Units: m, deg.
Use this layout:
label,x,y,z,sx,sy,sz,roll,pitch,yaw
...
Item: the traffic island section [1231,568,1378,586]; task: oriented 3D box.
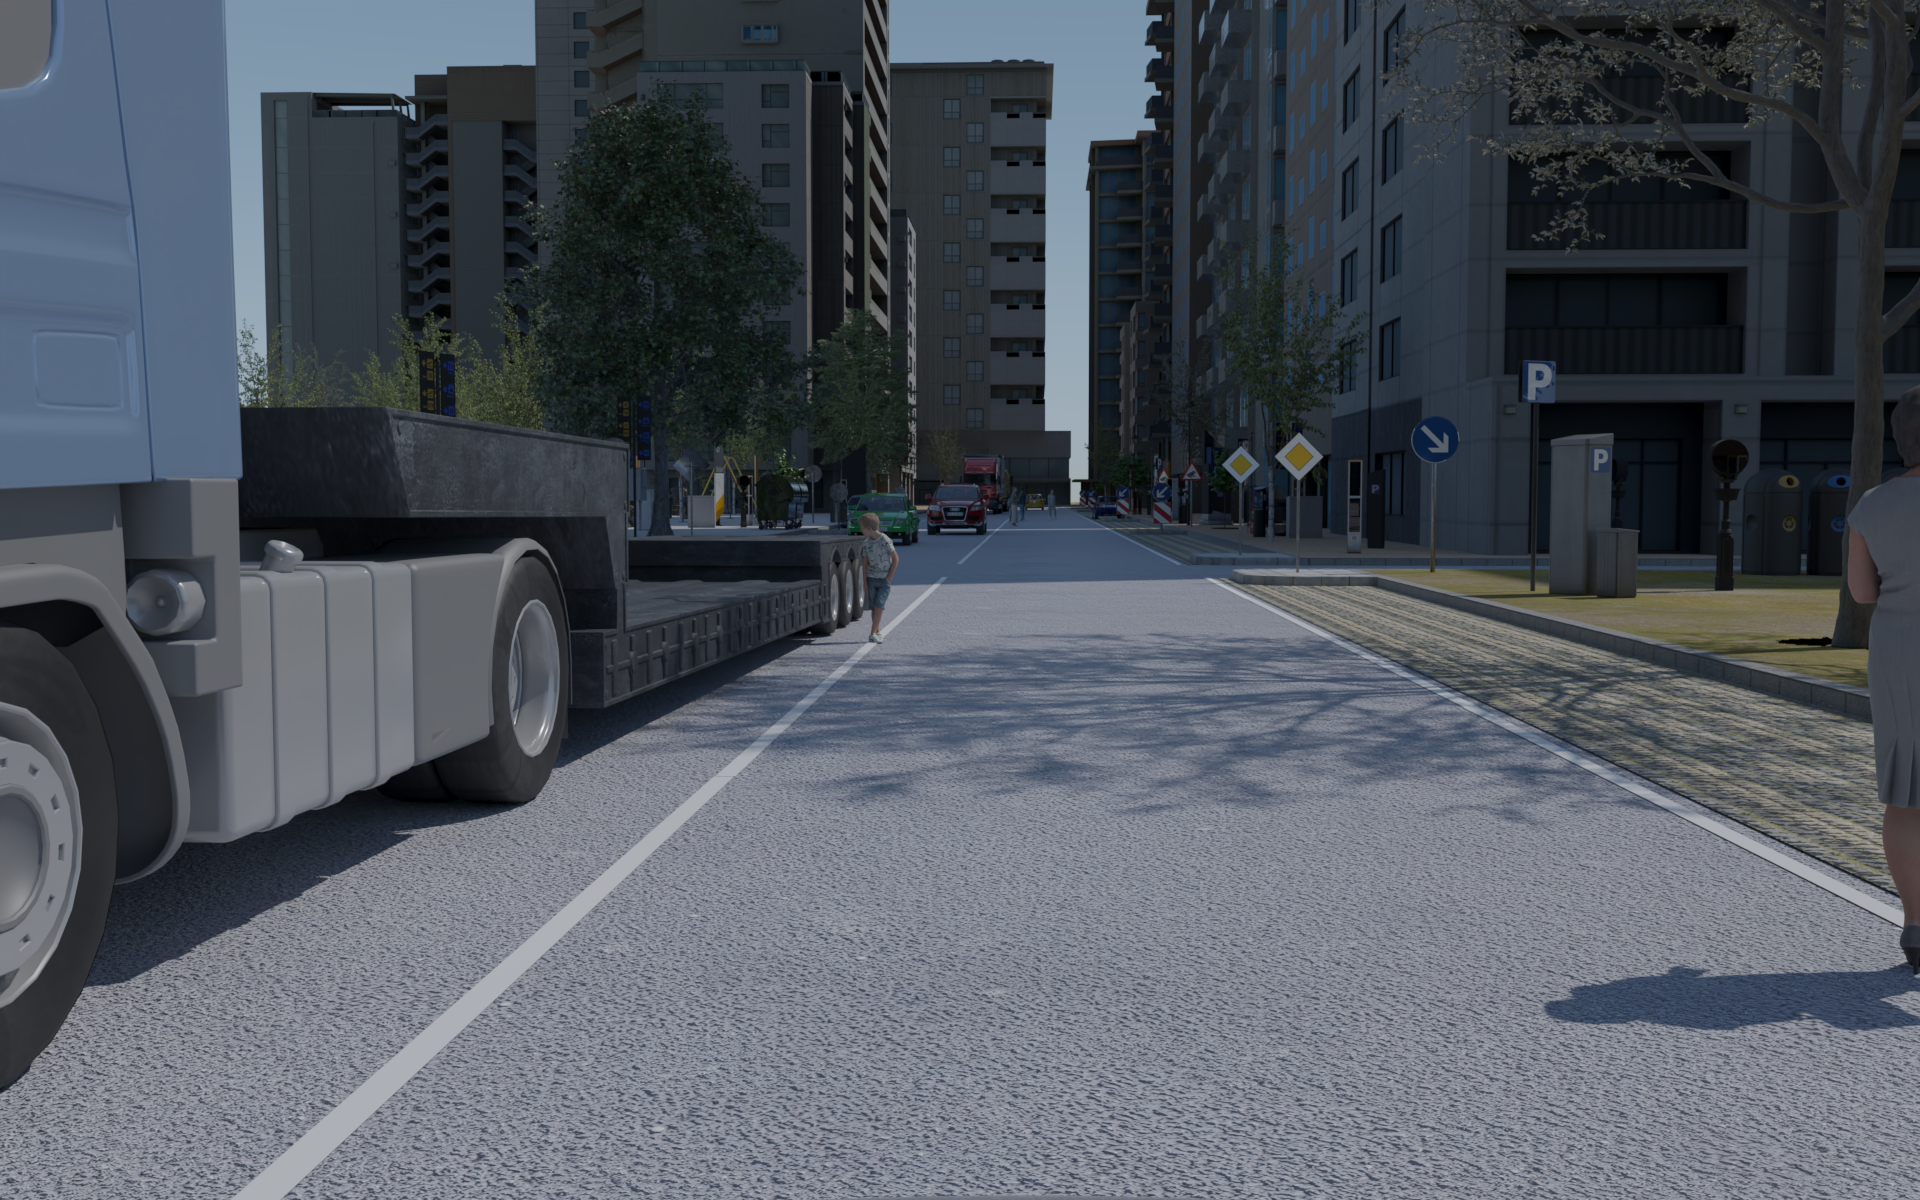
label,x,y,z,sx,sy,sz,roll,pitch,yaw
traffic island section,5.523,-0.365,28.243,2.009,0.180,2.903,0,4,3

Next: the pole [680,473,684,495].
label,x,y,z,sx,sy,sz,roll,pitch,yaw
pole,-15.822,-6.406,98.575,0.158,3.312,0.155,0,3,0

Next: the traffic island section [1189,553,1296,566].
label,x,y,z,sx,sy,sz,roll,pitch,yaw
traffic island section,5.875,-0.853,36.220,2.009,0.180,2.903,0,4,3

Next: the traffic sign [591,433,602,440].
label,x,y,z,sx,sy,sz,roll,pitch,yaw
traffic sign,-6.033,-1.532,28.694,0.795,2.450,0.064,0,4,3

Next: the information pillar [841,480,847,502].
label,x,y,z,sx,sy,sz,roll,pitch,yaw
information pillar,-5.945,-5.150,88.702,0.304,2.012,0.304,0,4,-4

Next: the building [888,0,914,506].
label,x,y,z,sx,sy,sz,roll,pitch,yaw
building,-14.754,-43.981,157.348,20.563,71.187,20.611,0,4,3

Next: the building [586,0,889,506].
label,x,y,z,sx,sy,sz,roll,pitch,yaw
building,-17.158,-31.368,136.567,21.300,48.544,21.600,0,4,3

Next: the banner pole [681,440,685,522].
label,x,y,z,sx,sy,sz,roll,pitch,yaw
banner pole,-12.594,-5.437,78.914,0.401,3.779,0.863,0,4,3

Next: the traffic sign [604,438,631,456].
label,x,y,z,sx,sy,sz,roll,pitch,yaw
traffic sign,-7.818,-2.385,39.109,0.768,2.556,0.104,0,4,3

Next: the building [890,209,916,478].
label,x,y,z,sx,sy,sz,roll,pitch,yaw
building,-11.682,-24.835,177.748,14.107,30.474,14.160,0,4,3

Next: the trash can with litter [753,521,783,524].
label,x,y,z,sx,sy,sz,roll,pitch,yaw
trash can with litter,-8.527,-3.961,75.822,1.678,1.210,2.233,1,4,21

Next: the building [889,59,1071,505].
label,x,y,z,sx,sy,sz,roll,pitch,yaw
building,-0.330,-38.081,211.866,27.495,52.752,28.713,0,4,3

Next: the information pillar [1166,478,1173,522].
label,x,y,z,sx,sy,sz,roll,pitch,yaw
information pillar,9.747,-4.659,80.672,0.304,2.012,0.304,0,4,0

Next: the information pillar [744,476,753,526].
label,x,y,z,sx,sy,sz,roll,pitch,yaw
information pillar,-8.555,-3.991,69.743,0.304,2.012,0.304,1,4,22

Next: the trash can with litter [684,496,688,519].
label,x,y,z,sx,sy,sz,roll,pitch,yaw
trash can with litter,-14.084,-4.774,89.440,0.624,1.170,1.055,0,4,-1

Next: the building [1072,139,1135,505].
label,x,y,z,sx,sy,sz,roll,pitch,yaw
building,28.005,-33.807,207.363,28.867,44.769,22.147,0,4,3

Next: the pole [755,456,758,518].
label,x,y,z,sx,sy,sz,roll,pitch,yaw
pole,-10.767,-5.983,91.671,0.158,3.312,0.155,0,3,0

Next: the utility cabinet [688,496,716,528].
label,x,y,z,sx,sy,sz,roll,pitch,yaw
utility cabinet,-9.836,-3.352,65.963,1.020,1.237,0.306,0,4,1

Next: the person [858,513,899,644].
label,x,y,z,sx,sy,sz,roll,pitch,yaw
person,-0.791,-0.214,16.688,0.352,1.250,0.332,-2,4,-29

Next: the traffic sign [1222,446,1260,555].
label,x,y,z,sx,sy,sz,roll,pitch,yaw
traffic sign,5.851,-1.988,36.144,0.795,2.450,0.064,0,4,3

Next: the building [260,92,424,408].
label,x,y,z,sx,sy,sz,roll,pitch,yaw
building,-62.224,-30.327,179.438,14.086,41.232,14.154,0,4,3

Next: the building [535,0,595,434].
label,x,y,z,sx,sy,sz,roll,pitch,yaw
building,-29.418,-44.979,173.652,20.611,71.187,20.563,0,4,3

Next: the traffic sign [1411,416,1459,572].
label,x,y,z,sx,sy,sz,roll,pitch,yaw
traffic sign,7.754,-1.727,28.341,0.768,2.556,0.104,0,4,5

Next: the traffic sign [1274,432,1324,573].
label,x,y,z,sx,sy,sz,roll,pitch,yaw
traffic sign,5.499,-1.500,28.166,0.795,2.450,0.064,0,4,3

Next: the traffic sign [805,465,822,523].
label,x,y,z,sx,sy,sz,roll,pitch,yaw
traffic sign,-6.452,-4.645,76.055,0.768,2.556,0.104,0,4,7

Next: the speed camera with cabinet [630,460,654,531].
label,x,y,z,sx,sy,sz,roll,pitch,yaw
speed camera with cabinet,-11.163,-4.075,60.957,0.660,3.252,2.038,1,4,9

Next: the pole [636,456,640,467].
label,x,y,z,sx,sy,sz,roll,pitch,yaw
pole,-17.179,-6.025,92.351,0.158,3.312,0.155,0,3,0

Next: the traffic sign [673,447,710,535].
label,x,y,z,sx,sy,sz,roll,pitch,yaw
traffic sign,-5.681,-2.020,36.671,0.795,2.450,0.064,0,4,3

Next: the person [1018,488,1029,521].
label,x,y,z,sx,sy,sz,roll,pitch,yaw
person,3.305,-5.074,91.804,0.721,1.781,0.623,3,4,36

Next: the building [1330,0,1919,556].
label,x,y,z,sx,sy,sz,roll,pitch,yaw
building,21.803,-37.034,43.758,20.611,71.187,20.563,0,4,3

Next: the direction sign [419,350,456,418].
label,x,y,z,sx,sy,sz,roll,pitch,yaw
direction sign,-8.358,-2.189,27.791,0.379,3.537,0.876,1,4,20

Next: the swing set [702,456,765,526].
label,x,y,z,sx,sy,sz,roll,pitch,yaw
swing set,-9.658,-4.546,71.955,2.862,2.851,3.119,0,4,0

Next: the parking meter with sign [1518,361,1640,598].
label,x,y,z,sx,sy,sz,roll,pitch,yaw
parking meter with sign,7.889,-1.576,22.028,0.543,3.016,1.738,-1,4,-23

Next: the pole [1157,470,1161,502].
label,x,y,z,sx,sy,sz,roll,pitch,yaw
pole,12.030,-6.778,104.668,0.158,3.312,0.155,0,3,0

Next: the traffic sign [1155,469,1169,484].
label,x,y,z,sx,sy,sz,roll,pitch,yaw
traffic sign,10.380,-5.398,88.257,0.884,2.594,0.081,0,4,6

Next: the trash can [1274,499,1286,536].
label,x,y,z,sx,sy,sz,roll,pitch,yaw
trash can,9.797,-2.513,52.733,0.748,1.137,0.748,0,3,0

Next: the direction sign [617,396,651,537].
label,x,y,z,sx,sy,sz,roll,pitch,yaw
direction sign,-7.553,-2.948,40.196,0.876,3.537,0.379,1,4,22

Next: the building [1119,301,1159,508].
label,x,y,z,sx,sy,sz,roll,pitch,yaw
building,30.155,-19.827,169.209,27.650,21.520,28.899,0,4,3

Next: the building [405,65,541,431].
label,x,y,z,sx,sy,sz,roll,pitch,yaw
building,-47.492,-32.337,178.823,14.200,45.320,14.600,0,4,3

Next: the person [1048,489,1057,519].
label,x,y,z,sx,sy,sz,roll,pitch,yaw
person,5.228,-5.442,98.486,0.512,1.701,0.522,-2,4,-26

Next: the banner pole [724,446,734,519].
label,x,y,z,sx,sy,sz,roll,pitch,yaw
banner pole,-12.144,-6.112,89.944,0.863,3.779,0.401,-3,4,-38

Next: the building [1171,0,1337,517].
label,x,y,z,sx,sy,sz,roll,pitch,yaw
building,22.062,-28.641,118.390,14.600,45.320,14.200,0,4,3

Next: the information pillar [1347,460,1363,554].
label,x,y,z,sx,sy,sz,roll,pitch,yaw
information pillar,8.530,-2.015,37.436,0.304,2.012,0.304,1,4,11

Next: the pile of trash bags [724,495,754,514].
label,x,y,z,sx,sy,sz,roll,pitch,yaw
pile of trash bags,-14.720,-6.178,110.769,3.447,1.369,1.912,2,4,25

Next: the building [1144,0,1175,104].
label,x,y,z,sx,sy,sz,roll,pitch,yaw
building,26.257,-29.675,139.813,22.147,44.769,28.867,0,4,3

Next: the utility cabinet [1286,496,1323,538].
label,x,y,z,sx,sy,sz,roll,pitch,yaw
utility cabinet,10.060,-2.412,50.603,1.020,1.237,0.306,-1,4,-10

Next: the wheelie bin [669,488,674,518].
label,x,y,z,sx,sy,sz,roll,pitch,yaw
wheelie bin,-15.454,-5.083,91.010,0.980,1.594,0.693,-3,5,-40

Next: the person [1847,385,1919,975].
label,x,y,z,sx,sy,sz,roll,pitch,yaw
person,3.060,0.225,5.175,0.532,1.782,0.716,-3,5,-45

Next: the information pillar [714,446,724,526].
label,x,y,z,sx,sy,sz,roll,pitch,yaw
information pillar,-9.664,-4.773,69.386,0.183,3.616,0.504,2,4,35

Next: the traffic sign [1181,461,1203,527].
label,x,y,z,sx,sy,sz,roll,pitch,yaw
traffic sign,9.019,-4.123,67.411,0.884,2.594,0.081,0,4,8

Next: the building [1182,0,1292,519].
label,x,y,z,sx,sy,sz,roll,pitch,yaw
building,24.923,-29.052,94.601,23.786,49.044,30.456,0,4,3

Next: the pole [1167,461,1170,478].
label,x,y,z,sx,sy,sz,roll,pitch,yaw
pole,13.001,-6.994,108.191,0.158,3.312,0.155,0,3,0

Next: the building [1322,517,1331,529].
label,x,y,z,sx,sy,sz,roll,pitch,yaw
building,20.202,-25.352,64.622,14.600,45.320,14.200,0,4,3

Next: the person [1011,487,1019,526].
label,x,y,z,sx,sy,sz,roll,pitch,yaw
person,2.476,-4.188,77.522,0.362,1.759,0.519,1,4,12

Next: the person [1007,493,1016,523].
label,x,y,z,sx,sy,sz,roll,pitch,yaw
person,2.593,-4.586,86.073,0.503,1.515,0.523,0,4,-7

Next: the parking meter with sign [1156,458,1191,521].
label,x,y,z,sx,sy,sz,roll,pitch,yaw
parking meter with sign,10.382,-5.361,83.912,1.738,3.016,0.543,2,4,30

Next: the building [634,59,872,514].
label,x,y,z,sx,sy,sz,roll,pitch,yaw
building,-13.754,-21.250,119.131,14.160,30.474,14.107,0,4,3

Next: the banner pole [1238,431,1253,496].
label,x,y,z,sx,sy,sz,roll,pitch,yaw
banner pole,11.380,-4.823,68.876,0.863,3.779,0.401,-1,4,-22

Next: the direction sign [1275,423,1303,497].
label,x,y,z,sx,sy,sz,roll,pitch,yaw
direction sign,10.430,-3.852,54.972,0.876,3.537,0.379,0,4,-7

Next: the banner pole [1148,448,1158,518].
label,x,y,z,sx,sy,sz,roll,pitch,yaw
banner pole,10.518,-6.344,93.738,0.401,3.779,0.863,-2,4,-24
